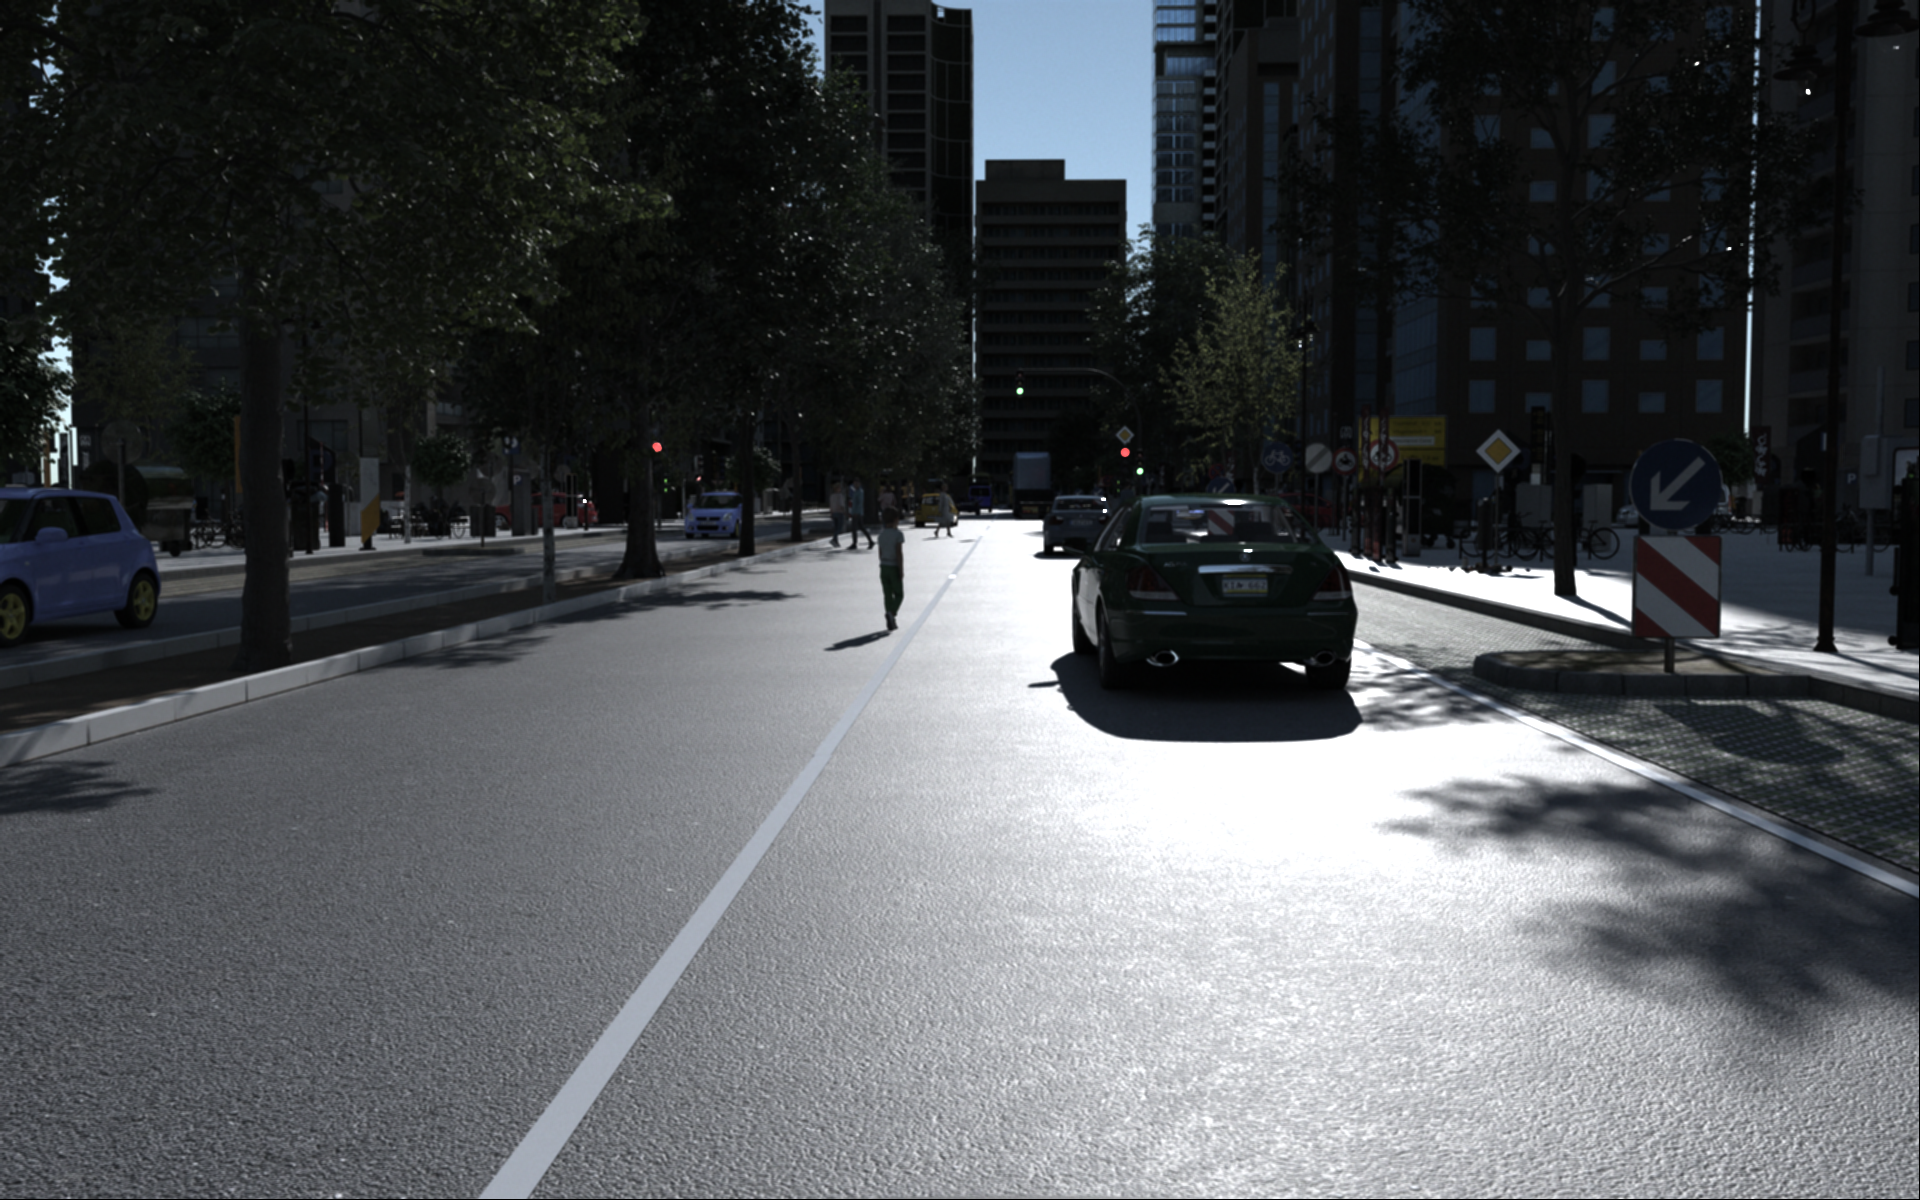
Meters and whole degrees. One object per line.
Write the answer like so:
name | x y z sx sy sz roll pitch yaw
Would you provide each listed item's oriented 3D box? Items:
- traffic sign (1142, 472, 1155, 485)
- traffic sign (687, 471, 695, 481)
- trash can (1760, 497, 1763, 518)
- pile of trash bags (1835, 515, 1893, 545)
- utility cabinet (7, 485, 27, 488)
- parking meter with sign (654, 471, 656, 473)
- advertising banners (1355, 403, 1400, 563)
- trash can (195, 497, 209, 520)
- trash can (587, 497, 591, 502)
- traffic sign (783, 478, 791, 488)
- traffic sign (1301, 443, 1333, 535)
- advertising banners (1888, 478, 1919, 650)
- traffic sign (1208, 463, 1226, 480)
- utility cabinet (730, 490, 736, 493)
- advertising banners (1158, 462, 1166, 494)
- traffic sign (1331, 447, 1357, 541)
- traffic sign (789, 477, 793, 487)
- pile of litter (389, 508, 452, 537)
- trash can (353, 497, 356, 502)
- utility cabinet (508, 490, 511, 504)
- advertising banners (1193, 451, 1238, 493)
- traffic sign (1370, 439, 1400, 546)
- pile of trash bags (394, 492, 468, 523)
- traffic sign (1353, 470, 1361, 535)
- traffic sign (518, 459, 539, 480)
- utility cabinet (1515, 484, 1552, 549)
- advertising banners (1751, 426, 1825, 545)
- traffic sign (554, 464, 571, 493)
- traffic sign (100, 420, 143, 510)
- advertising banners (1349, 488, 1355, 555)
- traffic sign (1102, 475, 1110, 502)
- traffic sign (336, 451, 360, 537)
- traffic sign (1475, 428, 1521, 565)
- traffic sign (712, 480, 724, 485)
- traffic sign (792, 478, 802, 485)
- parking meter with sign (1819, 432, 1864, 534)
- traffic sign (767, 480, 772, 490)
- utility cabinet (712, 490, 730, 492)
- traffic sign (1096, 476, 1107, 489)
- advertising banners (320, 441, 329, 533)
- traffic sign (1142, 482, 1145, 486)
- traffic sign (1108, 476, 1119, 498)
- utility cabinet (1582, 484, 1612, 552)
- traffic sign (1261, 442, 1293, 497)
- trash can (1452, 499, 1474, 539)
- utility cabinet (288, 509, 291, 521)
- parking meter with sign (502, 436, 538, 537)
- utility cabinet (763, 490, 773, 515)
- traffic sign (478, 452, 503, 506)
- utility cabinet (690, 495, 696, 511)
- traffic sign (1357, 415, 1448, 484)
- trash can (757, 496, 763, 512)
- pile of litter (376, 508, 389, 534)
traffic sign | 10.714 -6.022 98.561 0.768 2.556 0.104 1 4 9
traffic sign | -15.001 -5.948 97.348 0.768 2.556 0.104 0 4 7
trash can | 35.040 -3.874 74.994 0.748 1.137 0.748 0 3 0
pile of trash bags | 24.258 -2.134 44.644 3.447 1.369 1.912 -1 4 -15
utility cabinet | -22.666 -1.969 40.870 0.318 1.500 1.173 3 5 41
parking meter with sign | -26.267 -9.154 145.930 0.543 3.016 1.738 0 4 4
advertising banners | 7.961 -2.248 32.936 0.090 3.025 2.074 0 4 -6
trash can | -37.253 -4.487 85.023 0.748 1.137 0.748 0 3 0
trash can | -20.332 -4.953 92.636 0.748 1.137 0.748 0 3 0
traffic sign | -13.901 -8.542 139.668 0.884 2.594 0.081 0 4 3
traffic sign | 8.872 -2.629 43.087 0.768 2.556 0.104 0 4 7
advertising banners | 8.511 -1.132 14.700 2.074 3.025 0.090 -2 4 -34
traffic sign | 10.632 -4.370 71.550 0.768 2.556 0.104 0 4 5
utility cabinet | -13.007 -5.393 96.855 0.318 1.500 1.173 -3 5 -41
advertising banners | 11.733 -6.042 94.979 2.074 3.025 0.090 -1 4 -21
traffic sign | 10.458 -2.873 47.072 0.768 2.556 0.104 0 4 8
traffic sign | -12.203 -7.761 127.004 0.768 2.556 0.104 0 4 7
pile of litter | -16.245 -2.375 52.790 1.176 0.858 1.719 3 5 45
trash can | -28.069 -4.141 79.366 0.748 1.137 0.748 0 3 0
utility cabinet | -25.956 -5.692 101.745 0.318 1.500 1.173 3 5 40
advertising banners | 10.312 -4.533 70.300 2.074 3.025 0.090 2 4 33
traffic sign | 9.606 -2.408 39.470 0.768 2.556 0.104 0 4 6
pile of trash bags | -23.620 -4.099 76.766 1.912 1.369 3.447 2 4 31
traffic sign | 12.457 -3.291 53.917 0.768 2.556 0.104 0 4 3
traffic sign | -15.604 -3.824 62.632 0.768 2.556 0.104 0 4 5
utility cabinet | 13.413 -1.945 40.479 0.318 1.500 1.173 -1 4 -9
advertising banners | 21.114 -2.926 44.035 0.090 3.025 2.074 -3 5 -43
traffic sign | -17.011 -4.523 74.049 0.768 2.556 0.104 0 4 5
traffic sign | -14.396 -1.812 29.738 0.768 2.556 0.104 0 4 5
advertising banners | 8.412 -2.411 35.614 0.090 3.025 2.074 0 4 -7
traffic sign | 9.923 -7.113 116.398 0.768 2.556 0.104 1 4 10
traffic sign | -18.288 -3.159 51.760 0.768 2.556 0.104 0 4 5
traffic sign | 9.472 -1.796 30.544 0.795 2.450 0.064 0 4 6
traffic sign | -13.879 -6.059 99.172 0.768 2.556 0.104 1 4 10
traffic sign | -11.739 -7.621 124.717 0.768 2.556 0.104 0 4 4
parking meter with sign | 24.476 -3.161 47.948 0.543 3.016 1.738 0 4 -3
traffic sign | -14.045 -7.610 126.554 0.606 2.300 0.079 0 4 5
utility cabinet | -13.256 -5.302 95.371 0.318 1.500 1.173 2 4 26
traffic sign | 10.100 -7.514 122.859 0.884 2.594 0.081 1 4 10
advertising banners | -21.287 -3.787 58.101 0.090 3.025 2.074 -1 4 -12
traffic sign | 13.088 -7.409 121.244 0.768 2.556 0.104 0 4 2
traffic sign | 10.196 -6.994 114.461 0.768 2.556 0.104 1 4 11
utility cabinet | 14.179 -1.828 38.570 0.318 1.500 1.173 3 4 36
traffic sign | 7.751 -2.585 42.370 0.768 2.556 0.104 0 4 5
trash can | 14.399 -2.337 49.859 0.748 1.137 0.748 0 3 0
utility cabinet | -24.037 -3.104 61.915 0.306 1.237 1.020 -1 4 -18
parking meter with sign | -13.406 -3.470 52.992 0.543 3.016 1.738 0 4 6
utility cabinet | -11.670 -5.900 105.143 0.318 1.500 1.173 1 4 9
traffic sign | -14.109 -3.175 52.017 0.768 2.556 0.104 0 4 6
utility cabinet | -12.560 -4.424 83.490 0.306 1.237 1.020 2 4 35
traffic sign | 11.450 -3.123 44.941 2.265 3.308 0.079 1 4 9
trash can | -13.969 -6.761 122.202 0.748 1.137 0.748 0 3 0
pile of litter | -18.650 -2.582 56.186 1.719 0.858 1.176 2 4 25
